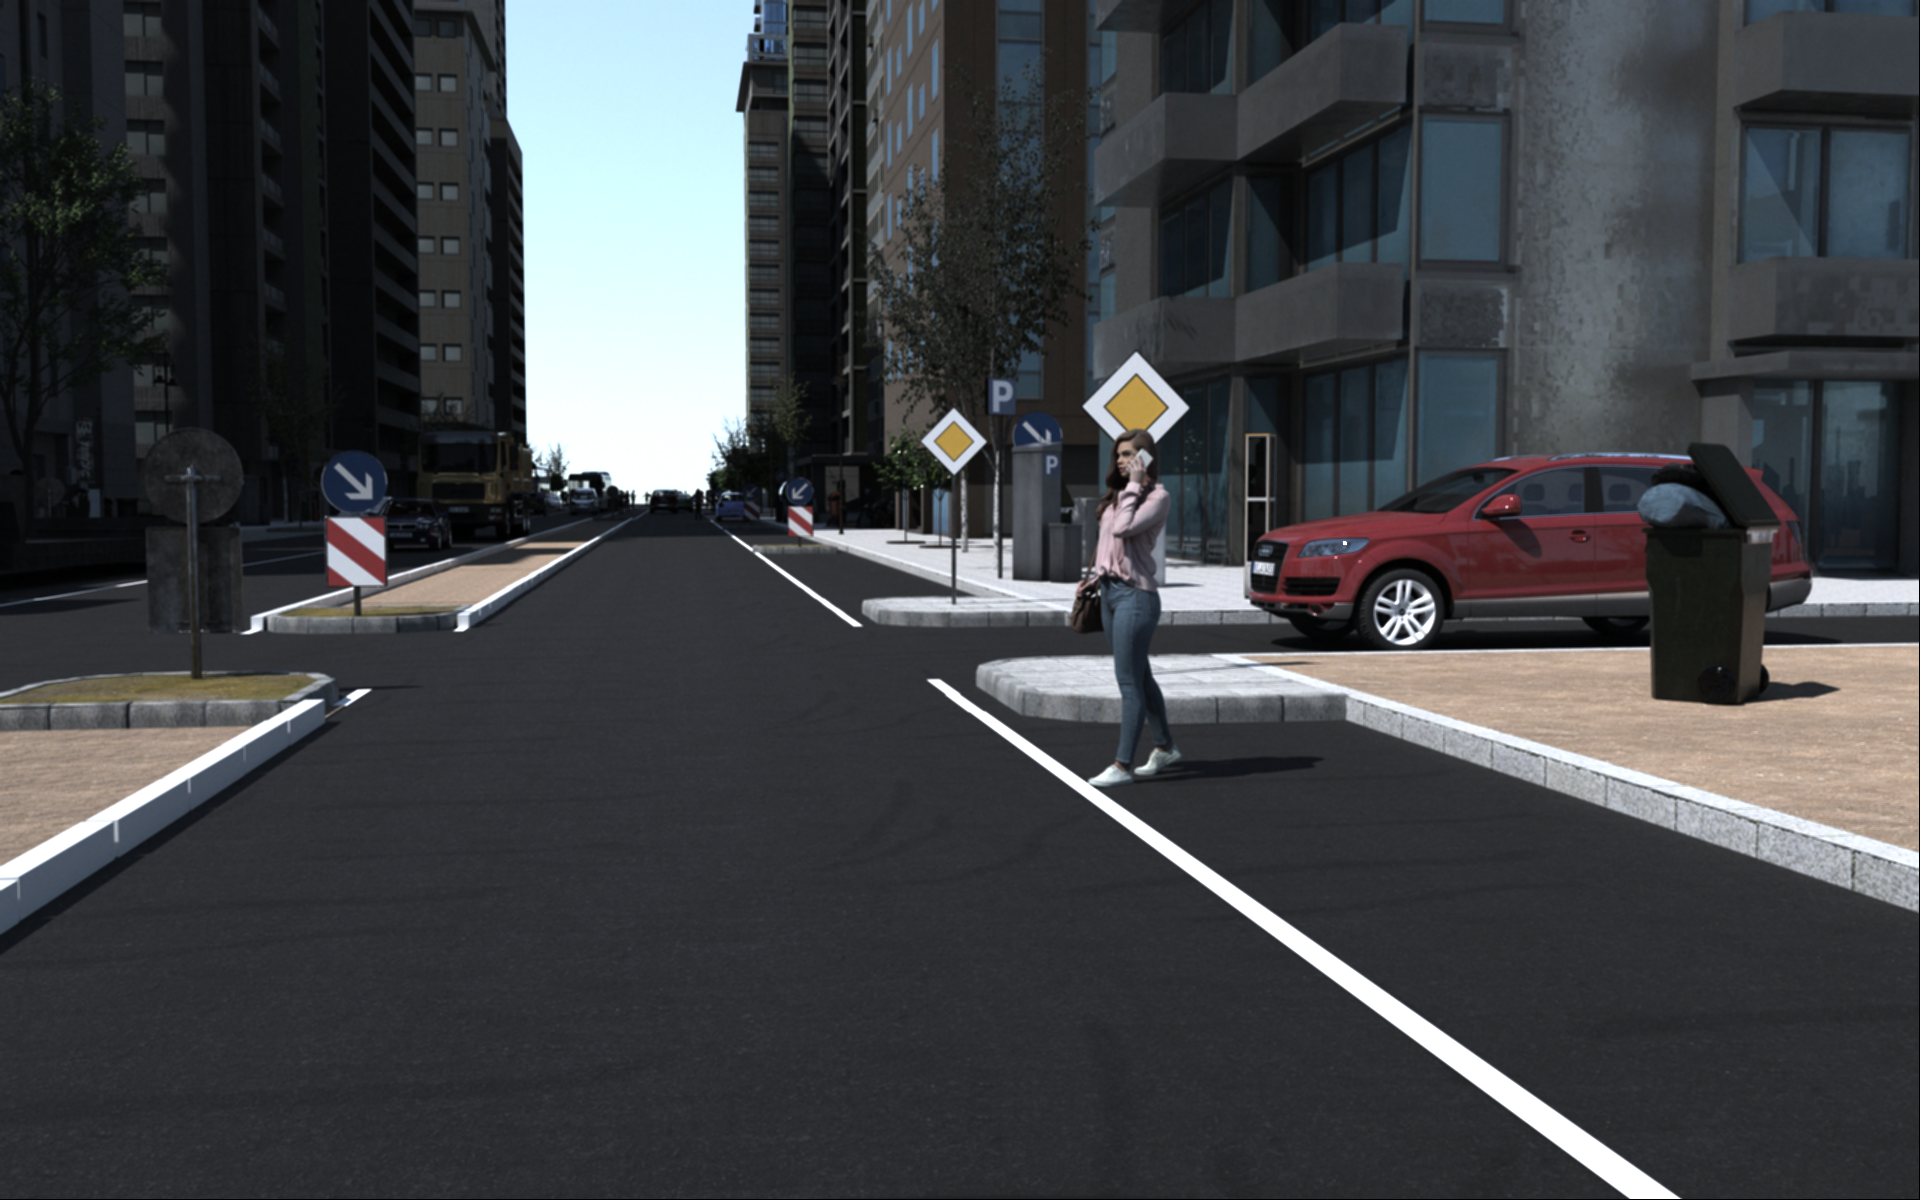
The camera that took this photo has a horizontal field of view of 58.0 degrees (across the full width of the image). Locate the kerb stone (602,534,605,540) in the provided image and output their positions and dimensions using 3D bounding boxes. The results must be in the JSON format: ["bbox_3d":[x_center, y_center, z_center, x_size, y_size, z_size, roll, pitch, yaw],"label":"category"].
[{"bbox_3d":[-10.876,-1.844,52.341,0.120,0.150,1.000,-1,4,-9],"label":"kerb stone"}]

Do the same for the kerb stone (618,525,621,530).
[{"bbox_3d":[-13.210,-2.707,66.505,0.120,0.150,1.000,-1,4,-9],"label":"kerb stone"}]

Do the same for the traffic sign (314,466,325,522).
[{"bbox_3d":[-29.335,-4.866,79.661,0.768,2.556,0.104,0,4,-1],"label":"traffic sign"}]

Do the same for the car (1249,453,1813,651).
[{"bbox_3d":[5.390,-0.483,16.576,5.304,1.827,2.281,-1,4,-10],"label":"car"}]

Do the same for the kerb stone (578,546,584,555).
[{"bbox_3d":[-8.878,-1.101,40.198,0.120,0.150,1.000,-1,4,-9],"label":"kerb stone"}]

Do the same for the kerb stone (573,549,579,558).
[{"bbox_3d":[-8.546,-0.977,38.169,0.120,0.150,1.000,-1,4,-9],"label":"kerb stone"}]

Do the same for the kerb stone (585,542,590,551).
[{"bbox_3d":[-9.379,-1.286,43.223,0.120,0.150,1.000,-1,4,-9],"label":"kerb stone"}]

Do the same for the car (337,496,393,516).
[{"bbox_3d":[-20.402,-2.913,59.996,2.083,1.381,4.827,-1,4,-11],"label":"car"}]

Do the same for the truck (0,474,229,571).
[{"bbox_3d":[-15.398,-2.289,27.192,2.967,4.110,18.799,0,4,-8],"label":"truck"}]

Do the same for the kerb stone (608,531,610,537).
[{"bbox_3d":[-11.541,-2.090,56.374,0.120,0.150,1.000,-1,4,-9],"label":"kerb stone"}]

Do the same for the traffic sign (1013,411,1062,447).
[{"bbox_3d":[1.191,-1.633,26.808,0.768,2.556,0.104,0,4,-3],"label":"traffic sign"}]

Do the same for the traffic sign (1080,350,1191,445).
[{"bbox_3d":[1.225,-0.521,12.167,0.795,2.450,0.064,-1,4,-9],"label":"traffic sign"}]

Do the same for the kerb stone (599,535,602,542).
[{"bbox_3d":[-10.547,-1.714,50.316,0.120,0.150,1.000,-1,4,-9],"label":"kerb stone"}]

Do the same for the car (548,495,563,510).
[{"bbox_3d":[-36.062,-8.581,152.661,2.083,1.381,4.827,-1,4,-10],"label":"car"}]

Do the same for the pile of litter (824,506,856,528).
[{"bbox_3d":[-4.437,-3.225,66.694,1.719,0.858,1.176,-1,4,-10],"label":"pile of litter"}]

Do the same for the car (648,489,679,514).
[{"bbox_3d":[-22.013,-7.336,128.621,2.281,1.827,5.304,-1,4,-11],"label":"car"}]

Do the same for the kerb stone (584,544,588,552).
[{"bbox_3d":[-9.210,-1.222,42.215,0.120,0.150,1.000,-1,4,-9],"label":"kerb stone"}]

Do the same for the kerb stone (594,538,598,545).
[{"bbox_3d":[-10.044,-1.534,47.280,0.120,0.150,1.000,-1,4,-9],"label":"kerb stone"}]

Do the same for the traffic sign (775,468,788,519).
[{"bbox_3d":[-8.666,-5.189,84.946,0.768,2.556,0.104,0,4,-3],"label":"traffic sign"}]

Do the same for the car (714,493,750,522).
[{"bbox_3d":[-12.056,-5.025,91.745,1.945,1.707,3.694,-1,4,-10],"label":"car"}]

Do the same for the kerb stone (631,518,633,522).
[{"bbox_3d":[-16.217,-3.819,84.726,0.120,0.150,1.000,-1,4,-9],"label":"kerb stone"}]

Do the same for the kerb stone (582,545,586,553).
[{"bbox_3d":[-9.046,-1.160,41.206,0.120,0.150,1.000,-1,4,-9],"label":"kerb stone"}]

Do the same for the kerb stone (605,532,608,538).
[{"bbox_3d":[-11.221,-1.967,54.355,0.120,0.150,1.000,-1,4,-9],"label":"kerb stone"}]

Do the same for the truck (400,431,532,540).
[{"bbox_3d":[-15.553,-3.657,55.710,3.469,3.379,9.791,0,4,-8],"label":"truck"}]

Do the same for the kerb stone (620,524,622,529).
[{"bbox_3d":[-13.548,-2.834,68.532,0.120,0.150,1.000,-1,4,-9],"label":"kerb stone"}]

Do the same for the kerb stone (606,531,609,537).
[{"bbox_3d":[-11.372,-2.027,55.367,0.120,0.150,1.000,-1,4,-9],"label":"kerb stone"}]

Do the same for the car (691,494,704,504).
[{"bbox_3d":[-36.506,-14.139,240.757,1.945,1.707,3.694,0,4,-8],"label":"car"}]

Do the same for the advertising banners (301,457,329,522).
[{"bbox_3d":[-30.287,-5.206,81.303,0.090,3.025,2.074,1,4,19],"label":"advertising banners"}]

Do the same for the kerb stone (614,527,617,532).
[{"bbox_3d":[-12.545,-2.462,62.455,0.120,0.150,1.000,-1,4,-9],"label":"kerb stone"}]

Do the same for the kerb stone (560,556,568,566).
[{"bbox_3d":[-7.877,-0.730,34.127,0.120,0.150,1.000,-1,4,-9],"label":"kerb stone"}]

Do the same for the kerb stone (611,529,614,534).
[{"bbox_3d":[-12.046,-2.276,59.425,0.120,0.150,1.000,-1,4,-9],"label":"kerb stone"}]

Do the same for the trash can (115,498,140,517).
[{"bbox_3d":[-27.553,-2.794,57.328,0.748,1.137,0.748,0,3,0],"label":"trash can"}]

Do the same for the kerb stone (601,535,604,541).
[{"bbox_3d":[-10.715,-1.782,51.331,0.120,0.150,1.000,-1,4,-9],"label":"kerb stone"}]

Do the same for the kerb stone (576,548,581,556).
[{"bbox_3d":[-8.711,-1.039,39.186,0.120,0.150,1.000,-1,4,-9],"label":"kerb stone"}]

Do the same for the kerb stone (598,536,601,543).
[{"bbox_3d":[-10.375,-1.657,49.308,0.120,0.150,1.000,-1,4,-9],"label":"kerb stone"}]

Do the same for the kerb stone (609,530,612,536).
[{"bbox_3d":[-11.709,-2.153,57.391,0.120,0.150,1.000,-1,4,-9],"label":"kerb stone"}]

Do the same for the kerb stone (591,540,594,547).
[{"bbox_3d":[-9.714,-1.410,45.253,0.120,0.150,1.000,-1,4,-9],"label":"kerb stone"}]

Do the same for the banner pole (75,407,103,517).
[{"bbox_3d":[-24.862,-3.644,49.594,0.863,3.779,0.401,-2,4,-33],"label":"banner pole"}]

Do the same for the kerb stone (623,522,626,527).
[{"bbox_3d":[-14.393,-3.143,73.589,0.120,0.150,1.000,-1,4,-9],"label":"kerb stone"}]

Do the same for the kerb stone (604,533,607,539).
[{"bbox_3d":[-11.044,-1.901,53.349,0.120,0.150,1.000,-1,4,-9],"label":"kerb stone"}]

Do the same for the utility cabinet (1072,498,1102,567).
[{"bbox_3d":[2.268,-1.206,30.875,0.306,1.237,1.020,1,4,20],"label":"utility cabinet"}]

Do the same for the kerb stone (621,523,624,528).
[{"bbox_3d":[-13.887,-2.958,70.559,0.120,0.150,1.000,-1,4,-9],"label":"kerb stone"}]

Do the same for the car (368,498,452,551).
[{"bbox_3d":[-14.113,-1.952,44.491,1.945,1.354,3.894,-1,4,-10],"label":"car"}]

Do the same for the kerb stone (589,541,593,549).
[{"bbox_3d":[-9.537,-1.348,44.239,0.120,0.150,1.000,-1,4,-9],"label":"kerb stone"}]

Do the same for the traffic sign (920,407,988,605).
[{"bbox_3d":[-0.074,-1.003,20.046,0.795,2.450,0.064,-1,4,-9],"label":"traffic sign"}]

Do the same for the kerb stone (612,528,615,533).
[{"bbox_3d":[-12.215,-2.338,60.434,0.120,0.150,1.000,-1,4,-9],"label":"kerb stone"}]

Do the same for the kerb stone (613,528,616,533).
[{"bbox_3d":[-12.379,-2.401,61.446,0.120,0.150,1.000,-1,4,-9],"label":"kerb stone"}]

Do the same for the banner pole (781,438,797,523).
[{"bbox_3d":[-7.597,-5.314,76.903,0.863,3.779,0.401,3,4,37],"label":"banner pole"}]

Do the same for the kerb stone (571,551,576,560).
[{"bbox_3d":[-8.375,-0.915,37.156,0.120,0.150,1.000,-1,4,-9],"label":"kerb stone"}]

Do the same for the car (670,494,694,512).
[{"bbox_3d":[-22.206,-7.907,138.079,1.959,1.807,4.718,-1,4,-11],"label":"car"}]

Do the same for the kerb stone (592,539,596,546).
[{"bbox_3d":[-9.880,-1.471,46.270,0.120,0.150,1.000,-1,4,-9],"label":"kerb stone"}]

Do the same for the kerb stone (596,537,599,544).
[{"bbox_3d":[-10.211,-1.595,48.288,0.120,0.150,1.000,-1,4,-9],"label":"kerb stone"}]

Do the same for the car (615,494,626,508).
[{"bbox_3d":[-36.036,-10.575,182.685,2.009,1.686,4.222,0,4,-8],"label":"car"}]

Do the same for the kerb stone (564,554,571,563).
[{"bbox_3d":[-8.044,-0.792,35.137,0.120,0.150,1.000,-1,4,-9],"label":"kerb stone"}]

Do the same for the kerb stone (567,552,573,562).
[{"bbox_3d":[-8.214,-0.853,36.145,0.120,0.150,1.000,-1,4,-9],"label":"kerb stone"}]

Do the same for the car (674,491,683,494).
[{"bbox_3d":[-32.308,-11.511,196.874,2.281,1.827,5.304,0,4,-8],"label":"car"}]
